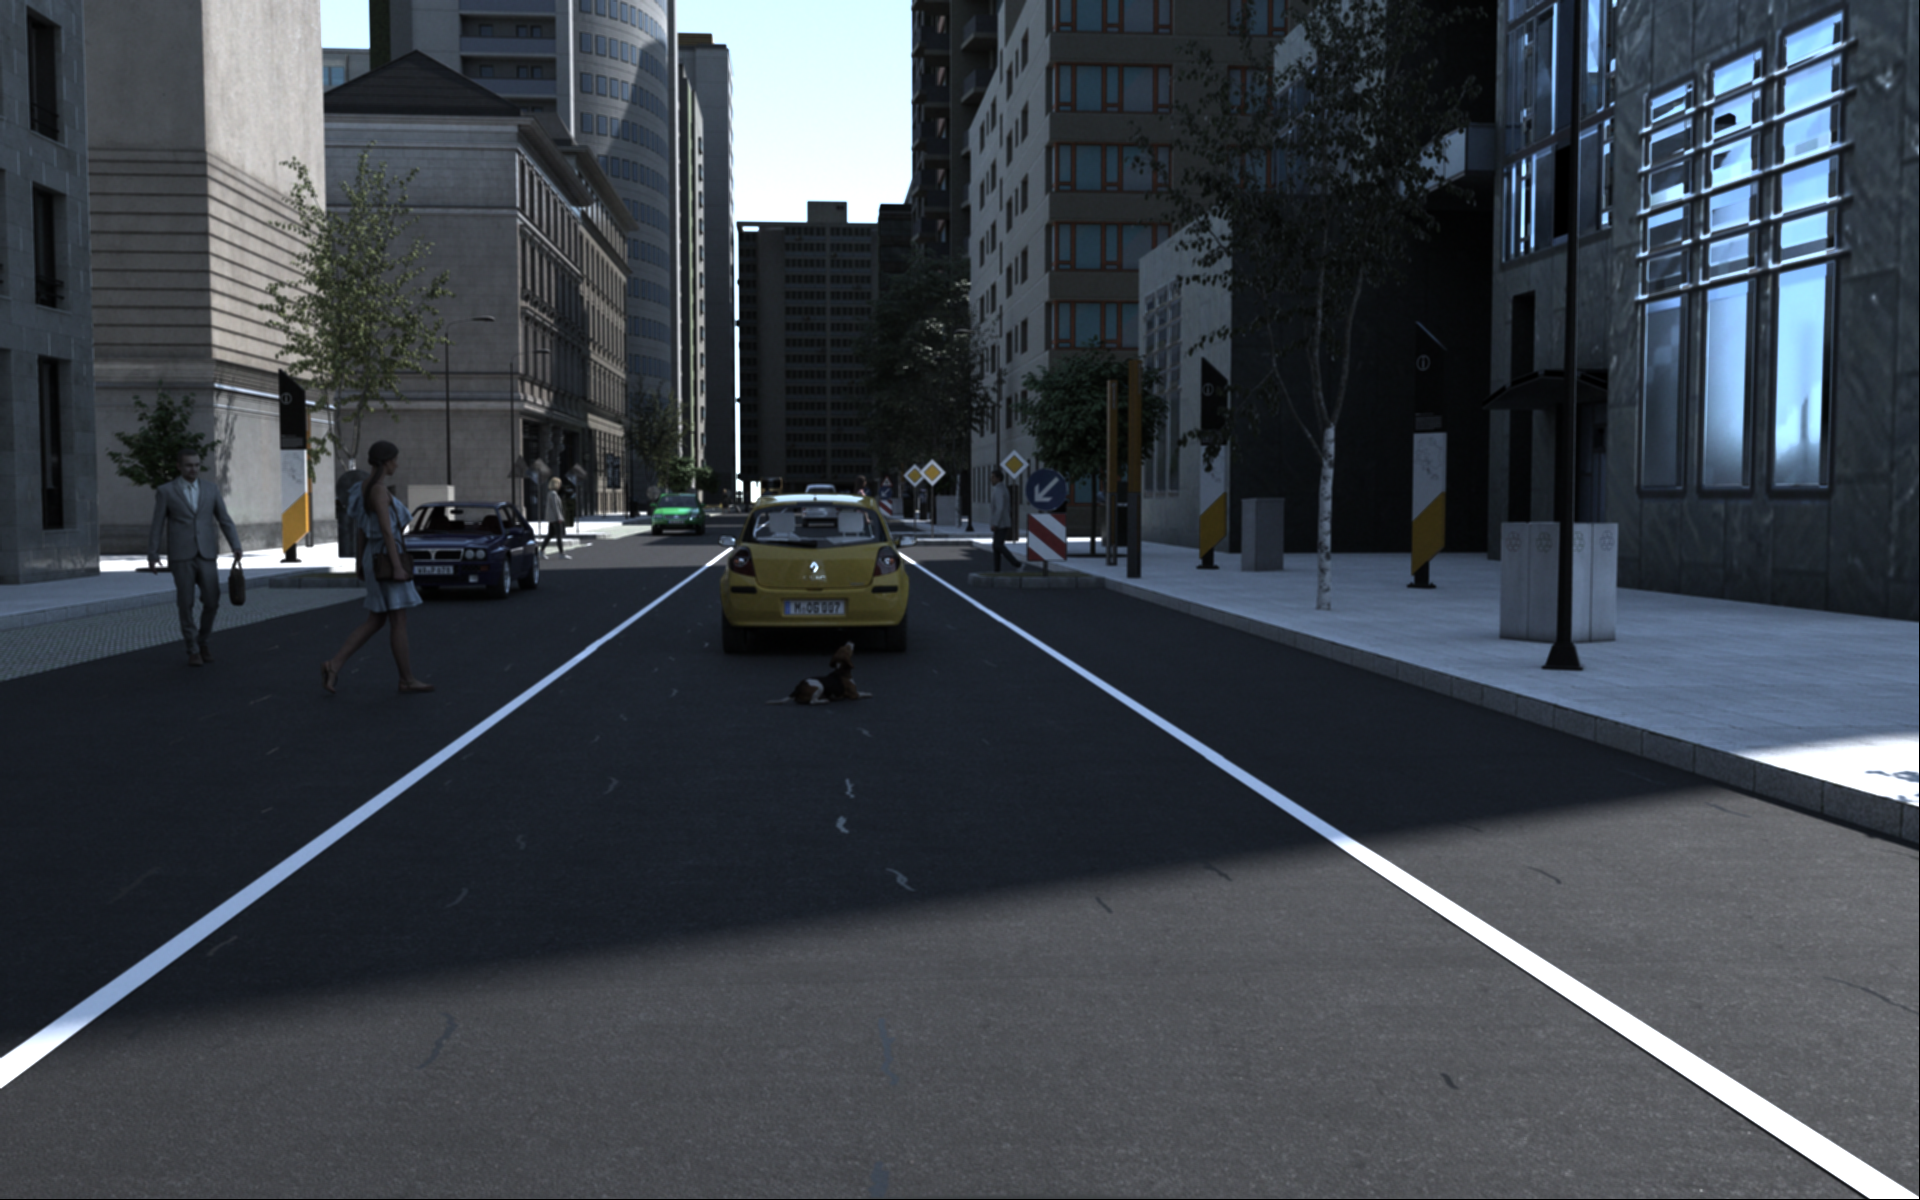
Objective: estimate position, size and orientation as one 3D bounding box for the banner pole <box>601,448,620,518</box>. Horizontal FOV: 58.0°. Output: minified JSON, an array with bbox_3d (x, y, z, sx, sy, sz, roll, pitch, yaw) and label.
[{"bbox_3d":[-19.041,-6.337,93.625,0.401,3.779,0.863,3,5,43],"label":"banner pole"}]

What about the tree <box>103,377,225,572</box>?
[{"bbox_3d":[-13.282,-2.099,28.916,1.663,3.219,1.824,0,3,0],"label":"tree"}]

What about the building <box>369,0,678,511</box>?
[{"bbox_3d":[-34.774,-36.747,142.812,21.231,58.520,28.212,0,4,-5],"label":"building"}]

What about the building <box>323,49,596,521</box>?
[{"bbox_3d":[-23.845,-13.819,76.844,10.553,20.767,40.483,0,4,-5],"label":"building"}]

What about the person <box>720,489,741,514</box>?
[{"bbox_3d":[-16.837,-7.218,126.730,1.509,1.804,0.699,1,4,12],"label":"person"}]

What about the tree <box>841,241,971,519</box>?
[{"bbox_3d":[-1.153,-11.128,88.592,9.857,13.997,8.962,0,3,0],"label":"tree"}]

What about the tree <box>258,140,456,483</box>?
[{"bbox_3d":[-12.936,-5.291,36.873,4.737,8.622,4.395,0,3,0],"label":"tree"}]

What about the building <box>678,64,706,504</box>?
[{"bbox_3d":[-39.602,-34.775,192.277,21.600,48.544,21.300,0,4,-5],"label":"building"}]

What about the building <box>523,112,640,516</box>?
[{"bbox_3d":[-30.116,-17.020,111.568,16.112,22.955,30.059,0,4,-5],"label":"building"}]

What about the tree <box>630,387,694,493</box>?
[{"bbox_3d":[-20.257,-10.249,117.939,4.737,8.622,4.395,0,3,0],"label":"tree"}]

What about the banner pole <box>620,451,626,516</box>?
[{"bbox_3d":[-19.980,-6.826,101.628,0.863,3.779,0.401,-1,4,-8],"label":"banner pole"}]

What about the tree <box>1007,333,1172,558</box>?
[{"bbox_3d":[2.658,-3.169,35.533,4.285,4.588,4.351,0,3,0],"label":"tree"}]

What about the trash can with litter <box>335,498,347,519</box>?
[{"bbox_3d":[-20.050,-2.759,56.503,0.624,1.170,1.055,1,4,20],"label":"trash can with litter"}]

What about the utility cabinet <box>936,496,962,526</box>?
[{"bbox_3d":[-0.444,-3.585,69.770,1.020,1.237,0.306,2,4,26],"label":"utility cabinet"}]

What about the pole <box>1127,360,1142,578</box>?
[{"bbox_3d":[2.664,-1.992,26.419,0.158,3.312,0.155,0,3,0],"label":"pole"}]

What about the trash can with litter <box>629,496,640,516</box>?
[{"bbox_3d":[-18.659,-5.401,99.691,0.624,1.170,1.055,-2,4,-30],"label":"trash can with litter"}]

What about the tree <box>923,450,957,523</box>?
[{"bbox_3d":[-0.874,-4.988,76.150,1.663,3.219,1.824,0,3,0],"label":"tree"}]

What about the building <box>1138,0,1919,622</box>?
[{"bbox_3d":[17.384,-43.926,30.860,22.319,86.520,31.000,0,4,-5],"label":"building"}]

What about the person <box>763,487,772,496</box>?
[{"bbox_3d":[-10.219,-5.122,92.425,0.721,1.800,0.419,-1,4,-16],"label":"person"}]

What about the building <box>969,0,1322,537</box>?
[{"bbox_3d":[16.025,-13.769,70.161,28.899,21.520,27.650,0,4,-5],"label":"building"}]

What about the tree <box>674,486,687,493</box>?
[{"bbox_3d":[-22.356,-8.803,138.524,1.663,3.219,1.824,0,3,0],"label":"tree"}]

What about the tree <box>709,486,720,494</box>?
[{"bbox_3d":[-26.341,-11.666,185.344,1.663,3.219,1.824,0,3,0],"label":"tree"}]

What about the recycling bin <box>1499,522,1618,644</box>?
[{"bbox_3d":[5.263,-0.164,15.241,0.722,1.027,0.722,-2,4,-29],"label":"recycling bin"}]

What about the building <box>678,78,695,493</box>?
[{"bbox_3d":[-32.897,-29.426,164.703,14.154,41.232,14.086,0,4,-5],"label":"building"}]

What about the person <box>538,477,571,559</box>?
[{"bbox_3d":[-8.995,-1.813,38.323,0.728,1.800,0.709,-1,4,-17],"label":"person"}]

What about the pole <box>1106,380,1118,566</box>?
[{"bbox_3d":[2.725,-2.275,31.042,0.158,3.312,0.155,0,3,0],"label":"pole"}]

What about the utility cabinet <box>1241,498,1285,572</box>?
[{"bbox_3d":[5.076,-1.095,29.063,0.306,1.237,1.020,3,4,37],"label":"utility cabinet"}]

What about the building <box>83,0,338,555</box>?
[{"bbox_3d":[-24.971,-11.666,39.895,18.267,20.994,9.793,0,4,-5],"label":"building"}]

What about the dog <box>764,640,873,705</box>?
[{"bbox_3d":[-0.981,0.500,12.025,0.748,0.427,0.550,0,4,-2],"label":"dog"}]

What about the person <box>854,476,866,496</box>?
[{"bbox_3d":[-2.079,-1.749,37.106,0.388,1.821,0.555,-2,4,-30],"label":"person"}]

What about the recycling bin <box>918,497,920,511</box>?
[{"bbox_3d":[-2.691,-7.265,131.337,0.722,1.027,0.722,-2,4,-32],"label":"recycling bin"}]

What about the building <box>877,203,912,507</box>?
[{"bbox_3d":[-1.356,-24.648,174.701,14.160,30.474,14.107,0,4,-5],"label":"building"}]

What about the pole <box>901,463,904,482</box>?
[{"bbox_3d":[-3.759,-7.345,113.932,0.158,3.312,0.155,0,3,0],"label":"pole"}]

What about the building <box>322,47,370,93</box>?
[{"bbox_3d":[-65.468,-34.843,189.295,30.456,49.044,23.786,0,4,-5],"label":"building"}]

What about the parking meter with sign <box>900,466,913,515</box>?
[{"bbox_3d":[-3.382,-6.821,107.783,0.543,3.016,1.738,-2,4,-33],"label":"parking meter with sign"}]

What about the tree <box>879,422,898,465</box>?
[{"bbox_3d":[-4.163,-10.755,126.214,4.360,8.622,3.978,0,3,0],"label":"tree"}]

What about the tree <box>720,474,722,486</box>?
[{"bbox_3d":[-26.373,-11.941,178.955,4.285,4.588,4.351,0,3,0],"label":"tree"}]

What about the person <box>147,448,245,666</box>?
[{"bbox_3d":[-6.395,-0.360,14.503,0.709,1.813,0.853,-3,5,-41],"label":"person"}]

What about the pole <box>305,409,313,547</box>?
[{"bbox_3d":[-15.684,-2.924,41.657,0.158,3.312,0.155,0,3,0],"label":"pole"}]

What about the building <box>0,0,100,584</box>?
[{"bbox_3d":[-17.982,-9.977,17.871,10.420,20.320,16.860,0,4,-5],"label":"building"}]

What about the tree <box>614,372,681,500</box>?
[{"bbox_3d":[-18.722,-9.419,104.357,4.360,8.622,3.978,0,3,0],"label":"tree"}]

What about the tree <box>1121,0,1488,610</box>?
[{"bbox_3d":[4.001,-4.211,19.216,4.360,8.622,3.978,0,3,0],"label":"tree"}]

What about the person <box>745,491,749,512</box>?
[{"bbox_3d":[-16.844,-7.806,137.052,0.530,1.710,0.541,1,4,19],"label":"person"}]

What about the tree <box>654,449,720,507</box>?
[{"bbox_3d":[-20.622,-8.678,125.596,4.285,4.588,4.351,0,3,0],"label":"tree"}]

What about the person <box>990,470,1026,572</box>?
[{"bbox_3d":[0.760,-1.279,29.265,0.795,1.843,0.661,1,4,15],"label":"person"}]

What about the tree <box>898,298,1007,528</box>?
[{"bbox_3d":[-0.127,-7.048,65.602,4.360,8.622,3.978,0,3,0],"label":"tree"}]

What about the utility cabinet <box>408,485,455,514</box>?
[{"bbox_3d":[-13.196,-2.116,43.277,1.173,1.500,0.318,1,4,19],"label":"utility cabinet"}]

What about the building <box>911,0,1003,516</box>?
[{"bbox_3d":[8.322,-27.777,108.774,22.147,44.769,28.867,0,4,-5],"label":"building"}]

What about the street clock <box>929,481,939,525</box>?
[{"bbox_3d":[-1.099,-4.140,72.259,0.358,2.002,0.471,2,4,28],"label":"street clock"}]

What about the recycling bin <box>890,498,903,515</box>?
[{"bbox_3d":[-3.884,-5.711,105.921,0.722,1.027,0.722,-1,4,-13],"label":"recycling bin"}]

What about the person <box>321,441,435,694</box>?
[{"bbox_3d":[-4.147,-0.230,12.354,0.778,1.811,0.616,-2,4,-29],"label":"person"}]
